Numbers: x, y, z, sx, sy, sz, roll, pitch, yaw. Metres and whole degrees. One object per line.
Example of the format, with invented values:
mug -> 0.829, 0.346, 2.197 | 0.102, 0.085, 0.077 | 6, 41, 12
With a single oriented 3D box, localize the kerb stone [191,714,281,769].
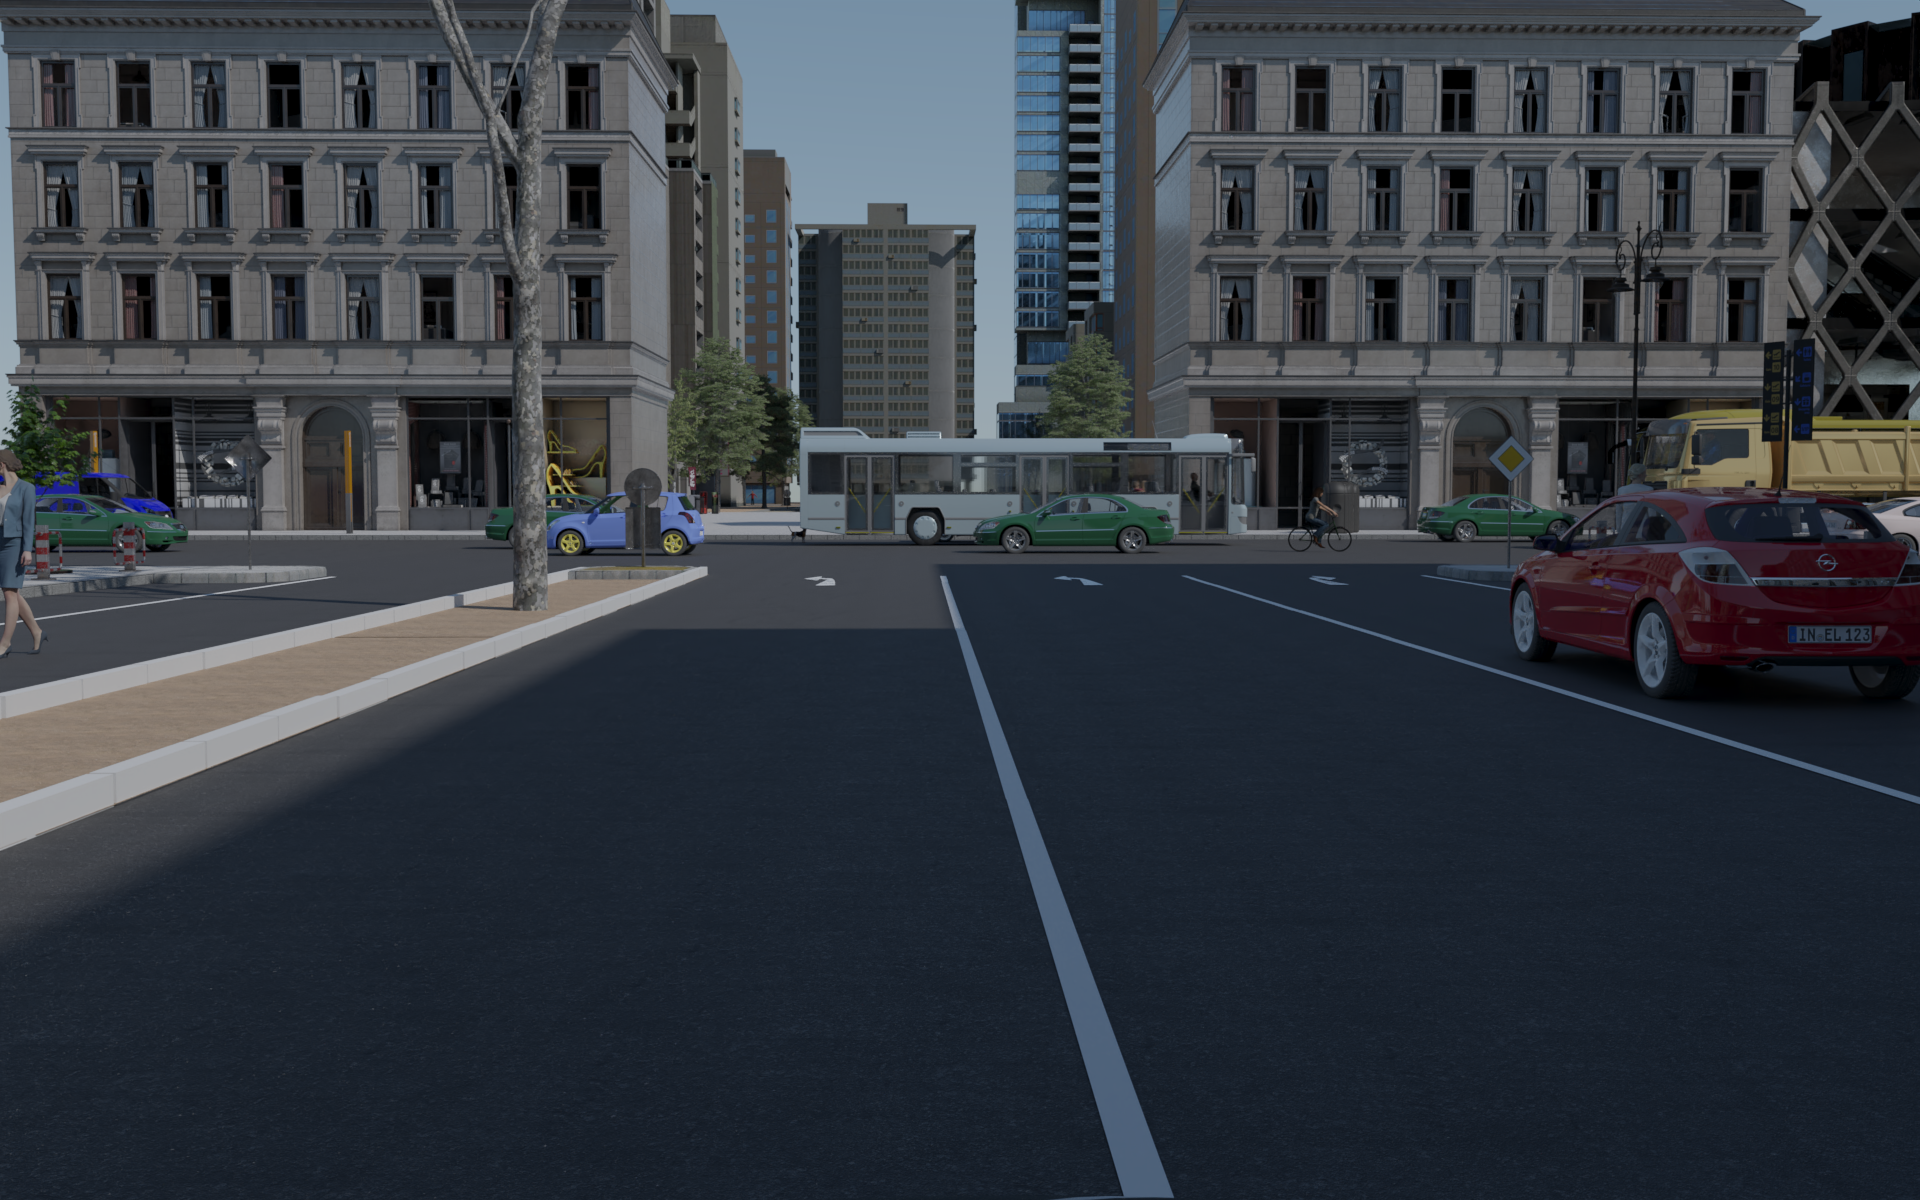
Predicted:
kerb stone -> -3.985, 0.777, 9.498 | 0.120, 0.150, 1.000 | 0, 4, -1

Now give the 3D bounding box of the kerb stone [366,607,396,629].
kerb stone -> -6.320, 0.215, 18.681 | 0.120, 0.150, 1.000 | 0, 4, -1

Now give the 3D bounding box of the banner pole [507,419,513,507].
banner pole -> -15.039, -4.181, 58.383 | 0.401, 3.779, 0.863 | 1, 4, 22

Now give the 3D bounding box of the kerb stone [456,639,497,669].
kerb stone -> -4.114, 0.465, 14.624 | 0.120, 0.150, 1.000 | 0, 4, -1

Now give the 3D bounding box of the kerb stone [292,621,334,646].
kerb stone -> -6.267, 0.341, 16.627 | 0.120, 0.150, 1.000 | 0, 4, -1

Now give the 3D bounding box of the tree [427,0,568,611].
tree -> -6.514, -9.978, 21.493 | 12.611, 20.169, 13.585 | 0, 3, 0

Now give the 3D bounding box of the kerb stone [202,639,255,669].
kerb stone -> -6.205, 0.466, 14.570 | 0.120, 0.150, 1.000 | 0, 4, -1

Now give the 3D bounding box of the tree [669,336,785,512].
tree -> -17.101, -12.640, 124.796 | 7.486, 12.596, 7.792 | 0, 3, 0

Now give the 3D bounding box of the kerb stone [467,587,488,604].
kerb stone -> -6.423, -0.036, 22.787 | 0.120, 0.150, 1.000 | 0, 4, -1

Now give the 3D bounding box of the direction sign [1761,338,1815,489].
direction sign -> 12.213, -2.056, 25.610 | 0.379, 3.537, 0.876 | -2, 4, -23

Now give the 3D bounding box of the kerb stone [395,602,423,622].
kerb stone -> -6.342, 0.152, 19.706 | 0.120, 0.150, 1.000 | 0, 4, -1

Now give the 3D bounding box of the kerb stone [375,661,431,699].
kerb stone -> -4.062, 0.588, 12.574 | 0.120, 0.150, 1.000 | 0, 4, -1

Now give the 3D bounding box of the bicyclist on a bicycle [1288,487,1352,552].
bicyclist on a bicycle -> 8.941, -2.016, 42.977 | 1.625, 1.676, 1.499 | 0, 4, -3

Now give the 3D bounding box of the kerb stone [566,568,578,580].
kerb stone -> -6.583, -0.413, 28.949 | 0.120, 0.150, 1.000 | 0, 4, -1

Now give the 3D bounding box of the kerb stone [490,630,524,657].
kerb stone -> -4.137, 0.404, 15.651 | 0.120, 0.150, 1.000 | 0, 4, -1

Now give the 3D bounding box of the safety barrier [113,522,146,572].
safety barrier -> -13.757, -0.882, 28.688 | 0.300, 0.817, 1.120 | 0, 4, -1

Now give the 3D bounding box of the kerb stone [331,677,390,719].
kerb stone -> -4.031, 0.657, 11.549 | 0.120, 0.150, 1.000 | 0, 4, -1

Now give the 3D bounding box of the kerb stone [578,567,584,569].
kerb stone -> -6.605, -0.473, 29.974 | 0.120, 0.150, 1.000 | 0, 4, -1

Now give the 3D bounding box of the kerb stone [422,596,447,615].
kerb stone -> -6.369, 0.090, 20.731 | 0.120, 0.150, 1.000 | 0, 4, -1

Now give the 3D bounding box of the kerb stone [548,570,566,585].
kerb stone -> -6.553, -0.350, 27.924 | 0.120, 0.150, 1.000 | 0, 4, -1

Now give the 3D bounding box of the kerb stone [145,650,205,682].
kerb stone -> -6.189, 0.529, 13.545 | 0.120, 0.150, 1.000 | 0, 4, -1

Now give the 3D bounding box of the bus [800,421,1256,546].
bus -> 2.195, -3.309, 48.954 | 13.247, 3.499, 2.948 | 0, 4, 0

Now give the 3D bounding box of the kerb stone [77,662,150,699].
kerb stone -> -6.158, 0.592, 12.520 | 0.120, 0.150, 1.000 | 0, 4, -1

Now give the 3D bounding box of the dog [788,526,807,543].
dog -> -4.751, -1.934, 50.913 | 0.406, 0.507, 0.540 | 2, 4, 27

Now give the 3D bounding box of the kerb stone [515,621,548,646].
kerb stone -> -4.166, 0.340, 16.690 | 0.120, 0.150, 1.000 | 0, 4, -1

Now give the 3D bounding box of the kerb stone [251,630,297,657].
kerb stone -> -6.240, 0.403, 15.603 | 0.120, 0.150, 1.000 | 0, 4, -1

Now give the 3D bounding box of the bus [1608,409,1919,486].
bus -> 25.648, -3.629, 50.889 | 12.252, 3.916, 2.896 | 0, 4, -1

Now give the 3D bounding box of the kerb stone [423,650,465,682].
kerb stone -> -4.095, 0.529, 13.599 | 0.120, 0.150, 1.000 | 0, 4, -1

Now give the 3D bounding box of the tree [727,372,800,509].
tree -> -17.344, -14.133, 153.135 | 6.751, 12.117, 7.091 | 0, 3, 0

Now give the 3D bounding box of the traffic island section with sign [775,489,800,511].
traffic island section with sign -> -14.747, -8.543, 148.299 | 1.989, 1.847, 2.006 | 0, 4, -1

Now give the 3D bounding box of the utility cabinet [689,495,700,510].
utility cabinet -> -18.200, -6.629, 119.547 | 1.020, 1.237, 0.306 | 1, 4, 18

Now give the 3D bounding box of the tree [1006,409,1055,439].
tree -> 8.120, -15.612, 189.676 | 8.767, 10.594, 7.601 | 0, 4, -4

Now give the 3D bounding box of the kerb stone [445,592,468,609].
kerb stone -> -6.397, 0.027, 21.756 | 0.120, 0.150, 1.000 | 0, 4, -1

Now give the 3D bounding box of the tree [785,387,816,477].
tree -> -18.297, -16.195, 182.908 | 7.486, 12.596, 7.792 | 0, 3, 0

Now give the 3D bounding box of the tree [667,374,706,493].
tree -> -17.742, -9.515, 105.926 | 4.737, 8.622, 4.395 | 0, 3, 0

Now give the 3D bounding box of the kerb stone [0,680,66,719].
kerb stone -> -6.130, 0.655, 11.492 | 0.120, 0.150, 1.000 | 0, 4, -1

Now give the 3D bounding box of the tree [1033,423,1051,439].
tree -> 8.185, -13.523, 171.461 | 4.360, 8.622, 3.978 | 0, 3, 0

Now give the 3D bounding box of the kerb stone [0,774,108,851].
kerb stone -> -3.929, 0.902, 7.440 | 0.120, 0.150, 1.000 | 0, 4, -1

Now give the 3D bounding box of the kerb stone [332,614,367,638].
kerb stone -> -6.294, 0.278, 17.656 | 0.120, 0.150, 1.000 | 0, 4, -1

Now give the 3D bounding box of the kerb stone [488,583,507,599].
kerb stone -> -6.447, -0.099, 23.821 | 0.120, 0.150, 1.000 | 0, 4, -1

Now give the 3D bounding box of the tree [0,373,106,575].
tree -> -14.895, -2.028, 27.764 | 1.663, 3.219, 1.824 | 0, 3, 0

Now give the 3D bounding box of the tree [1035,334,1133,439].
tree -> 8.933, -12.526, 122.929 | 7.486, 12.596, 7.792 | 0, 3, 0

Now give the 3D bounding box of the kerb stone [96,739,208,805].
kerb stone -> -3.958, 0.839, 8.474 | 0.120, 0.150, 1.000 | 0, 4, -1

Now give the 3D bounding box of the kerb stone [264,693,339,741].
kerb stone -> -4.015, 0.714, 10.523 | 0.120, 0.150, 1.000 | 0, 4, -1

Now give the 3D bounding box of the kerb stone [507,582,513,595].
kerb stone -> -6.472, -0.162, 24.845 | 0.120, 0.150, 1.000 | 0, 4, -1

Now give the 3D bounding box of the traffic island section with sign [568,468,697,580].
traffic island section with sign -> -5.544, -1.322, 29.751 | 2.006, 1.907, 1.989 | 0, 4, -1

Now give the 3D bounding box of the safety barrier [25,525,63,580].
safety barrier -> -13.685, -0.708, 25.844 | 0.300, 0.817, 1.120 | 0, 4, -1
